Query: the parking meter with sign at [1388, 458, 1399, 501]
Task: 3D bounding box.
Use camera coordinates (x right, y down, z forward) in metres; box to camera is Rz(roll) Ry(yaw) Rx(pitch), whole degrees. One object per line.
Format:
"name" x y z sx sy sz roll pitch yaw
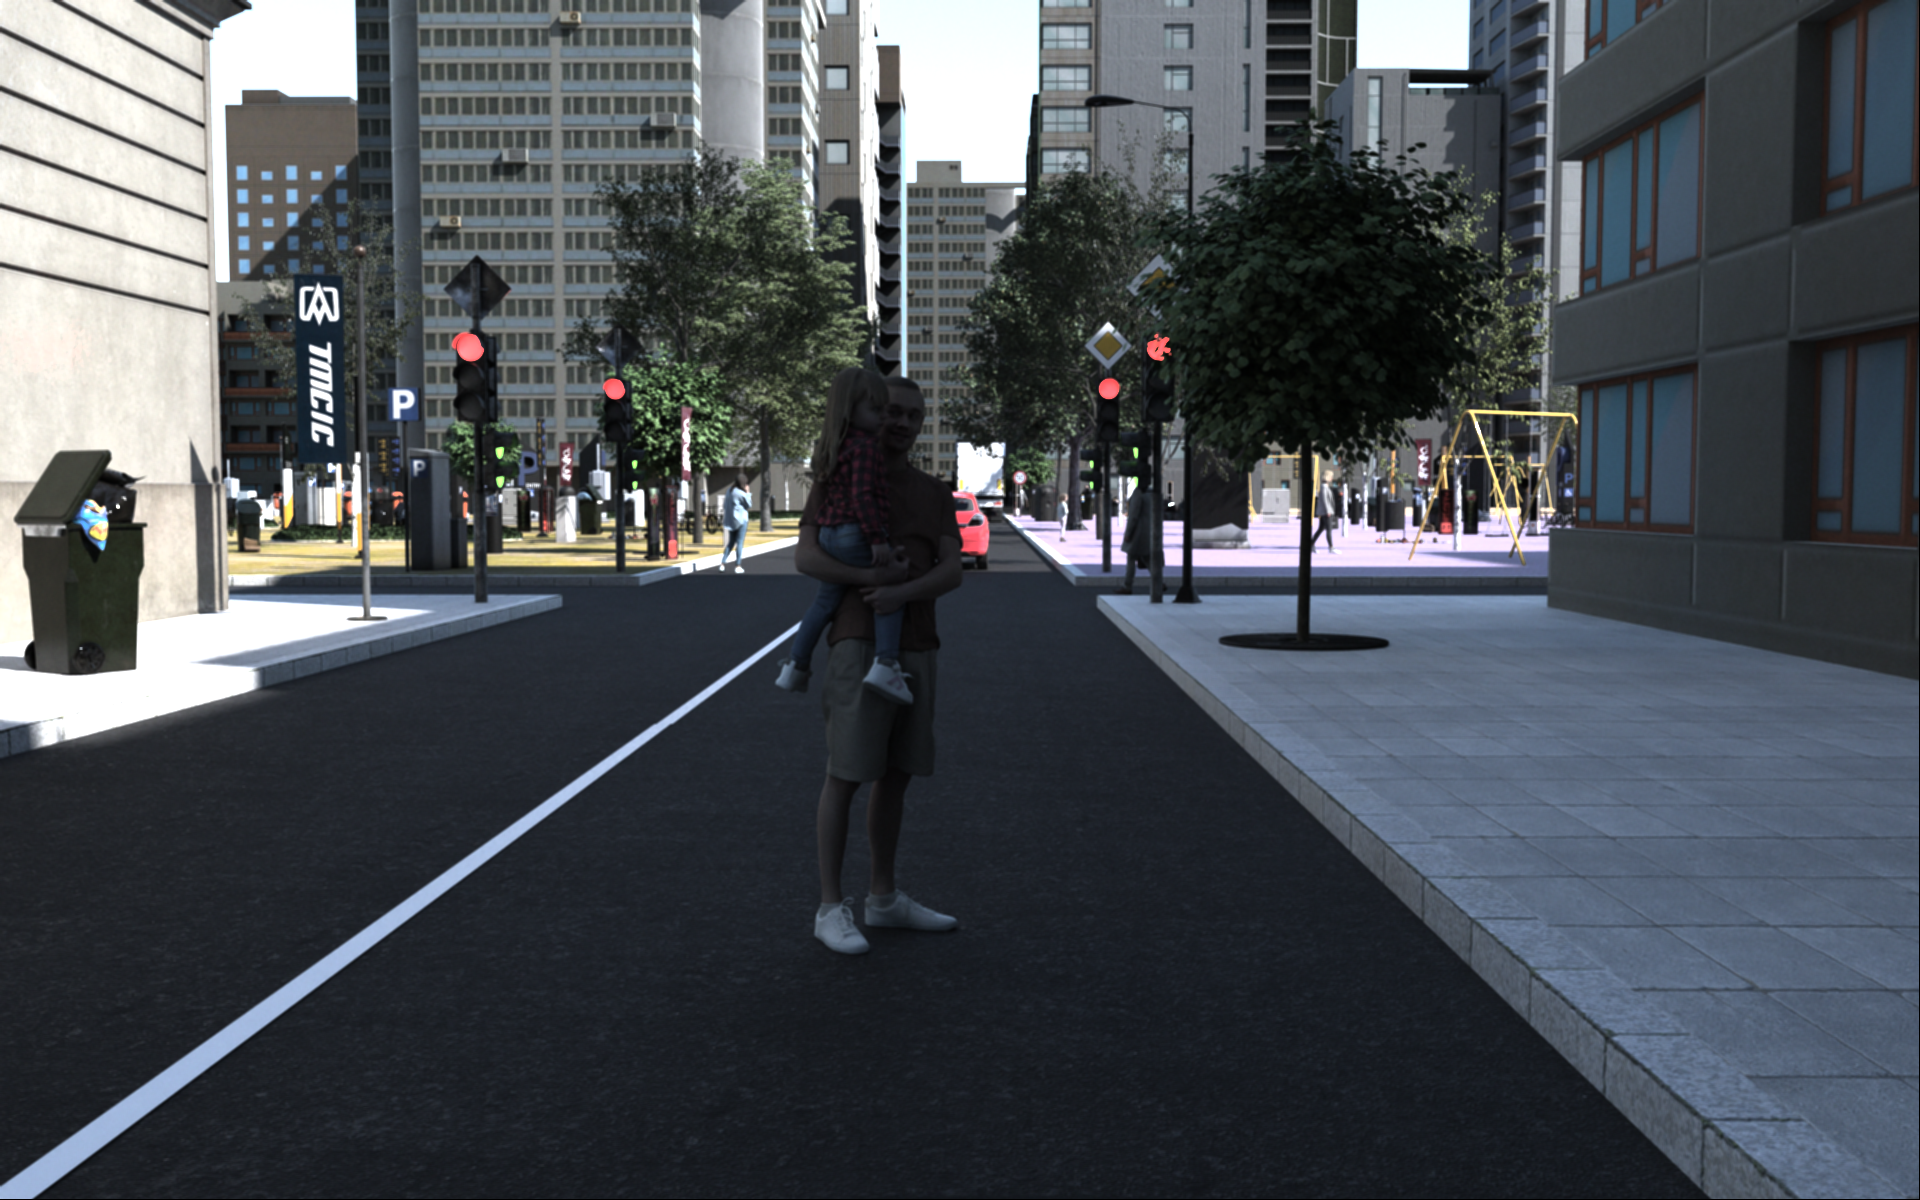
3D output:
"parking meter with sign" 20.238 -5.270 82.422 0.543 3.016 1.738 3 5 40

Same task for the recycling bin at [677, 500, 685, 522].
"recycling bin" -12.874 -4.024 78.347 0.722 1.027 0.722 -1 4 -19

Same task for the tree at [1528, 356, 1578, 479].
"tree" 29.763 -8.196 84.365 4.360 8.622 3.978 0 3 0

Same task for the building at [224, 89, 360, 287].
"building" -72.251 -33.332 195.081 14.200 45.320 14.600 0 4 1

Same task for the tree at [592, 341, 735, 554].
"tree" -6.364 -3.288 37.472 4.285 4.588 4.351 0 3 0

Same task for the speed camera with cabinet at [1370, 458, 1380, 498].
"speed camera with cabinet" 23.103 -6.144 94.798 0.660 3.252 2.038 0 4 -8

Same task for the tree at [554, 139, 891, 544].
"tree" -6.614 -6.751 44.799 8.767 10.594 7.601 2 4 25

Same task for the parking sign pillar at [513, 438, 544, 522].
"parking sign pillar" -19.717 -5.544 79.110 1.447 3.967 1.447 -2 4 -34

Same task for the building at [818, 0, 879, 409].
"building" -20.585 -33.730 140.732 28.713 52.752 27.495 0 4 1

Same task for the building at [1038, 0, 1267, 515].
"building" 12.090 -26.318 113.888 14.154 41.232 14.086 0 4 1

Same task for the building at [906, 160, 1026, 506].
"building" -2.513 -31.331 204.149 23.993 40.220 32.217 0 4 1

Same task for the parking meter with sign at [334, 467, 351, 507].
"parking meter with sign" -34.188 -6.057 95.287 0.543 3.016 1.738 -3 5 -43

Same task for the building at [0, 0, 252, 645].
"building" -22.407 -10.894 11.393 30.059 22.955 16.112 0 4 1

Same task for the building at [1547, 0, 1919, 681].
"building" 20.341 -9.751 4.470 27.650 21.520 28.899 0 4 1

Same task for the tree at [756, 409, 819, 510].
"tree" -9.957 -9.217 101.067 4.360 8.622 3.978 0 3 0

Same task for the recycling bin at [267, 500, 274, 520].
"recycling bin" -30.433 -3.863 75.707 0.722 1.027 0.722 -1 4 -16

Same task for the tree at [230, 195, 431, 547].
"tree" -15.006 -5.607 42.038 4.360 8.622 3.978 0 3 0

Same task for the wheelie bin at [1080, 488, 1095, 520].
"wheelie bin" 6.236 -4.708 84.876 0.693 1.594 0.980 1 4 19

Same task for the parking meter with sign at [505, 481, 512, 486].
"parking meter with sign" -26.499 -6.444 101.613 0.543 3.016 1.738 -1 4 -15

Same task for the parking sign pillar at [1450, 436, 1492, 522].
"parking sign pillar" 24.013 -5.633 80.578 1.447 3.967 1.447 -3 4 -39

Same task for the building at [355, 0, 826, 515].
"building" -22.229 -25.899 115.330 32.217 40.220 23.993 0 4 1

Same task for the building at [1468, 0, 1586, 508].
"building" 65.475 -38.178 166.207 28.212 58.520 21.231 0 4 1

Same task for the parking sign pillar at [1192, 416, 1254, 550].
"parking sign pillar" 6.127 -3.192 40.664 1.447 3.967 1.447 1 4 13

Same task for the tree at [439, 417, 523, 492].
"tree" -18.239 -5.048 66.250 4.285 4.588 4.351 0 3 0

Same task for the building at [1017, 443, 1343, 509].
"building" 19.545 -19.520 164.191 27.650 21.520 28.899 0 4 1

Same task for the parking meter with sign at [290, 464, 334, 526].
"parking meter with sign" -22.297 -3.840 59.052 1.738 3.016 0.543 2 4 30

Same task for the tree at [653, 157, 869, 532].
"tree" -6.709 -8.584 58.481 7.486 12.596 7.792 0 3 0

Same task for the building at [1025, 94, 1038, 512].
"building" 12.085 -21.820 128.456 14.160 30.474 14.107 0 4 1

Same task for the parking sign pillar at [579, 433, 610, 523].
"parking sign pillar" -16.350 -5.422 77.117 1.447 3.967 1.447 3 4 36

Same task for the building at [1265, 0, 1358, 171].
"building" 34.302 -46.383 196.621 20.611 71.187 20.563 0 4 1

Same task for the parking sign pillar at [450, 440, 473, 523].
"parking sign pillar" -22.208 -5.371 76.290 1.447 3.967 1.447 3 4 38

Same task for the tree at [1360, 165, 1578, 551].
"tree" 11.336 -5.416 38.914 4.737 8.622 4.395 0 3 0

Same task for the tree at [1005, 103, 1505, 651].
"tree" 2.864 -1.899 14.758 4.285 4.588 4.351 0 3 0

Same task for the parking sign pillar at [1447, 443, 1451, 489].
"parking sign pillar" 26.092 -6.283 91.206 1.447 3.967 1.447 3 4 37

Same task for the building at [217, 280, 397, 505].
"building" -63.177 -19.624 165.894 28.899 21.520 27.650 0 4 1

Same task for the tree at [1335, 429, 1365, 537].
"tree" 11.340 -6.207 51.841 4.360 8.622 3.978 0 3 0

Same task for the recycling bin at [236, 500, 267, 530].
"recycling bin" -25.610 -3.052 62.456 0.722 1.027 0.722 3 5 43

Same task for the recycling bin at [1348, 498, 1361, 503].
"recycling bin" 23.255 -5.494 102.379 0.722 1.027 0.722 0 4 -2

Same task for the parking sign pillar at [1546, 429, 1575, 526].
"parking sign pillar" 24.838 -5.052 71.065 1.447 3.967 1.447 0 4 7

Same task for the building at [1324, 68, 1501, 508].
"building" 43.752 -29.738 169.802 14.086 41.232 14.154 0 4 1

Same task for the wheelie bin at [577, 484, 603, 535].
"wheelie bin" -11.675 -2.857 54.618 0.693 1.594 0.980 0 4 6

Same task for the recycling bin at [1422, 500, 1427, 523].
"recycling bin" 20.941 -3.993 77.836 0.722 1.027 0.722 0 4 3

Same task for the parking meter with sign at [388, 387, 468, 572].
"parking meter with sign" -8.929 -2.018 29.252 0.543 3.016 1.738 1 4 12

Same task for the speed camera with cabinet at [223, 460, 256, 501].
"speed camera with cabinet" -41.235 -6.412 99.178 2.038 3.252 0.660 2 4 27

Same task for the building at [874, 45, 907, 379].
"building" -12.647 -31.850 170.855 14.200 45.320 14.600 0 4 1

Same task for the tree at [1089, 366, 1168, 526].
"tree" 6.625 -7.255 68.987 4.737 8.622 4.395 0 3 0

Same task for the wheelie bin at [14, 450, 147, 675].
"wheelie bin" -6.355 -0.284 12.555 0.980 1.594 0.693 2 4 31

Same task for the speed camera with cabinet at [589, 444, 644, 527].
"speed camera with cabinet" -13.521 -4.518 68.210 2.038 3.252 0.660 1 4 9
